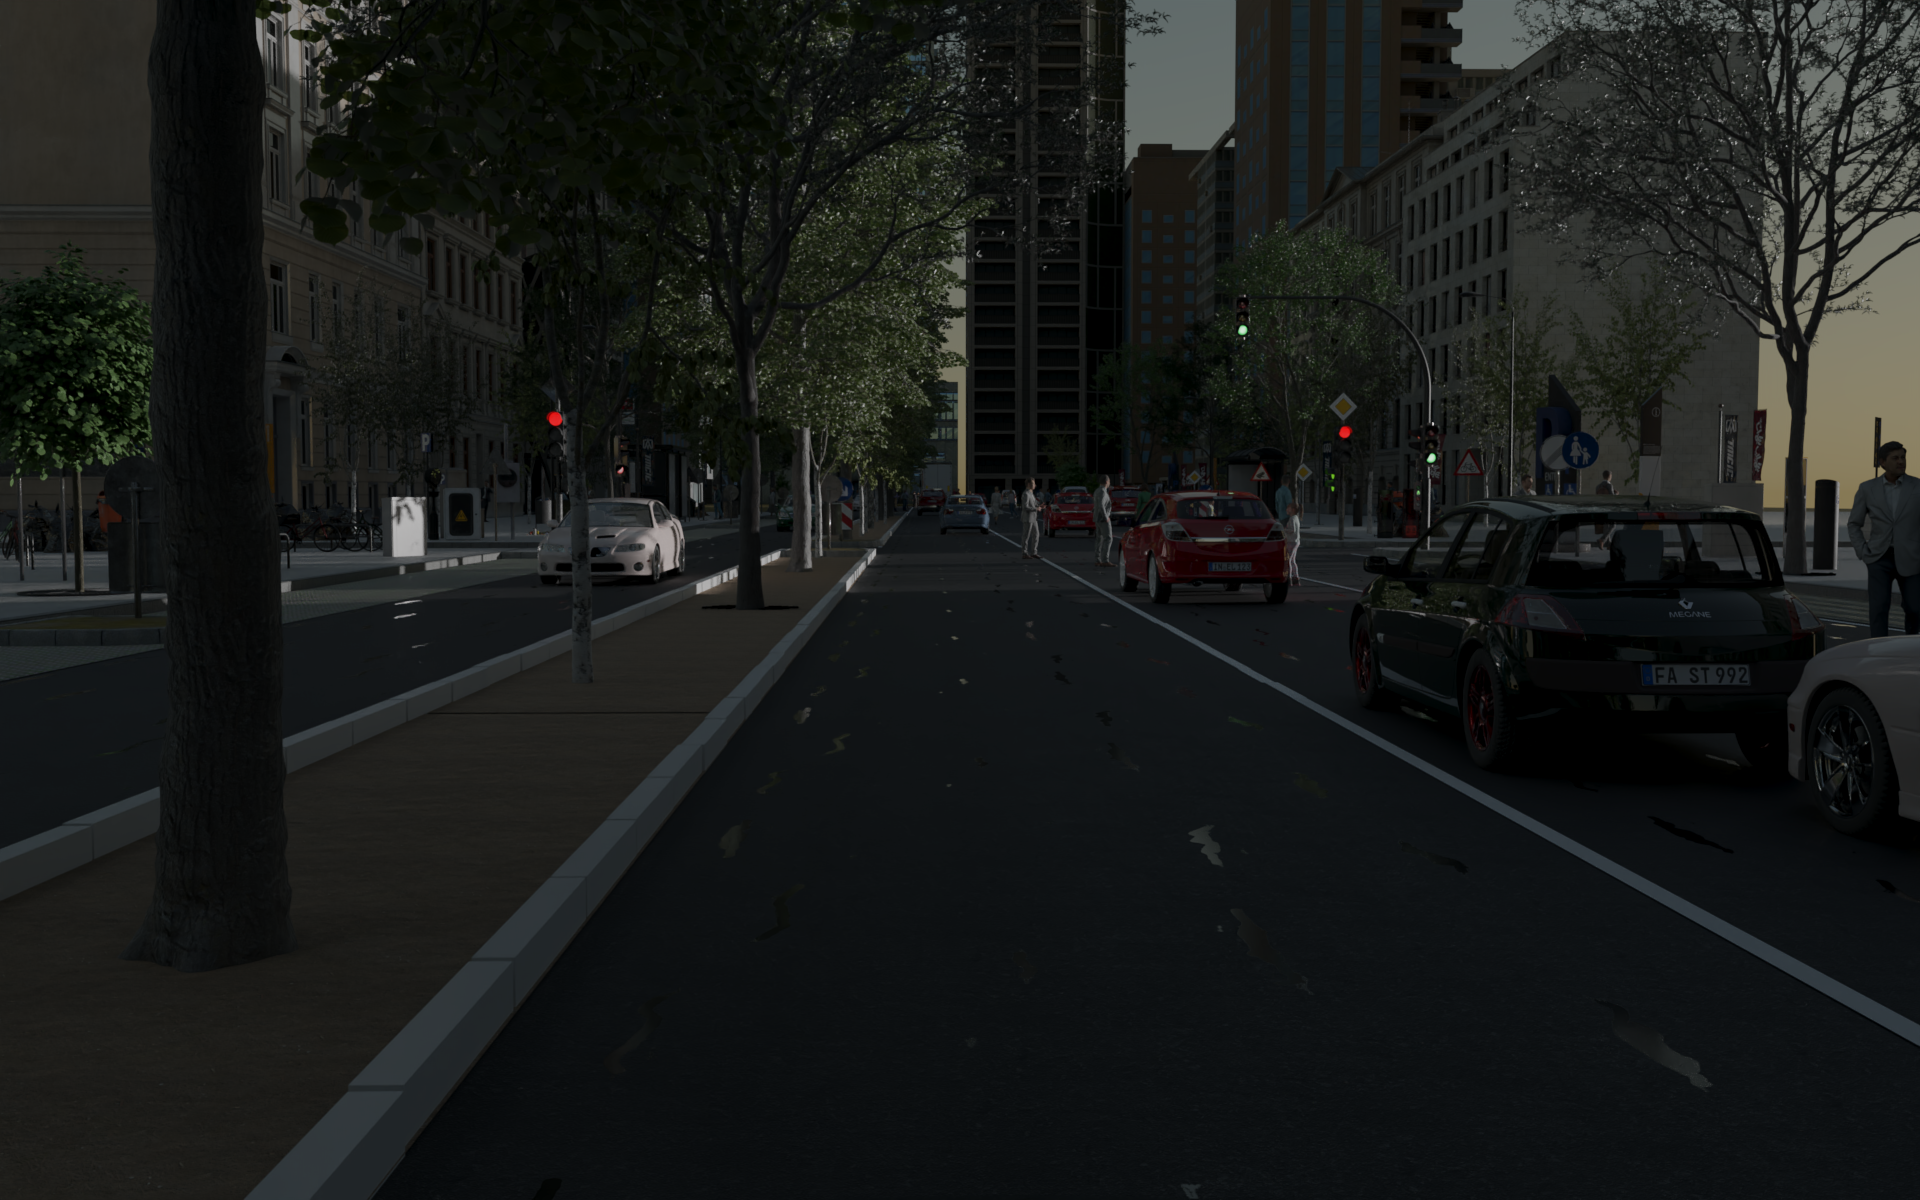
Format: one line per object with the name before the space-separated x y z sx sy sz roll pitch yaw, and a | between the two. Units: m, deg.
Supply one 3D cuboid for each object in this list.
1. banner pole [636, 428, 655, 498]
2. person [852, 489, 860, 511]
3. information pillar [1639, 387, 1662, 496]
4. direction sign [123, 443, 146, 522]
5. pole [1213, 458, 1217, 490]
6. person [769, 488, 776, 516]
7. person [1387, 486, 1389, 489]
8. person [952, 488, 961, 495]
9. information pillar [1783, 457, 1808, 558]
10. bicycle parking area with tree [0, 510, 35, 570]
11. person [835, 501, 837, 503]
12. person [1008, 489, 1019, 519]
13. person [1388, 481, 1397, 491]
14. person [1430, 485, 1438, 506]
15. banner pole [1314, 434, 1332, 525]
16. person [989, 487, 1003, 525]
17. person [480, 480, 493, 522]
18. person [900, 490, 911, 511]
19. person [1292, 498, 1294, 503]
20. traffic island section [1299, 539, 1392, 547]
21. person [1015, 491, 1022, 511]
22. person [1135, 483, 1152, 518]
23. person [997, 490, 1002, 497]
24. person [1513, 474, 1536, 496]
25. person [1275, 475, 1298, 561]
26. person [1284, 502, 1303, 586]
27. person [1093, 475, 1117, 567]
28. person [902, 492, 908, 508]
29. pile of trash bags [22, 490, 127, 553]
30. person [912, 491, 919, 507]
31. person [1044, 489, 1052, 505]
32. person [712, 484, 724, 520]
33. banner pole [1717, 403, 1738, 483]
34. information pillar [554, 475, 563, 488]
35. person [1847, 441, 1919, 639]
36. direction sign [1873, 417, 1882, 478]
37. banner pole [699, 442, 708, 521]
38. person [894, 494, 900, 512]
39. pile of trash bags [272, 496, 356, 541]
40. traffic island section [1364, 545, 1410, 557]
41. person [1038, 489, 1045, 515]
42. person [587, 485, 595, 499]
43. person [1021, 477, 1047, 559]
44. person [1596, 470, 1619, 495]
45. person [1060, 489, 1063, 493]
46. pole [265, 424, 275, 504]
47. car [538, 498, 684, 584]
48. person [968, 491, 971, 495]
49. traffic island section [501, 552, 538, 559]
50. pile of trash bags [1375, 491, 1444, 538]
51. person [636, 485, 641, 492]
banner pole | -11.944 -4.616 65.486 0.863 3.779 0.401 -1 4 -9
person | -8.801 -8.569 148.595 1.348 1.826 0.705 1 4 21
information pillar | 15.086 -2.843 37.837 0.504 3.616 0.183 -1 4 -14
direction sign | -23.081 -3.439 48.221 0.876 3.537 0.379 0 4 4
pole | 14.339 -6.336 97.439 0.158 3.312 0.155 0 3 0
person | -10.859 -5.637 100.892 0.641 1.798 0.478 2 4 24
person | 20.401 -4.610 82.161 0.760 1.731 0.466 -3 5 -40
person | -0.274 -6.720 118.339 0.580 1.828 0.573 -1 4 -20
information pillar | 16.656 -1.838 34.548 0.304 2.012 0.304 -3 4 -36
bicycle parking area with tree | -20.309 -2.643 30.214 8.231 4.147 9.016 -1 4 -17
person | -11.441 -9.199 158.912 1.348 1.823 0.705 2 4 31
person | 3.158 -5.634 101.284 0.598 1.740 0.731 1 4 19
person | 18.383 -4.158 74.012 0.794 1.824 0.713 -2 4 -32
person | 19.229 -3.952 70.847 0.721 1.800 0.419 -1 4 -19
banner pole | 15.039 -4.987 71.560 0.401 3.779 0.863 -3 5 -40
person | 1.663 -4.418 81.085 0.694 1.780 0.624 2 4 30
person | -21.663 -4.507 79.091 0.648 1.900 0.474 -3 5 -45
person | -4.665 -8.459 146.893 0.705 1.814 1.350 3 4 36
person | 10.800 -2.674 56.493 0.640 1.303 0.475 2 4 28
traffic island section | 10.591 -1.575 48.035 2.009 0.180 2.903 0 4 -1
person | 5.225 -8.535 148.872 1.217 1.723 0.721 1 4 16
person | 6.079 -2.957 57.102 0.600 1.795 0.529 -2 4 -29
person | 3.302 -8.204 143.160 0.750 1.759 0.617 1 4 22
person | 10.429 -1.407 31.709 0.606 1.804 0.583 -2 4 -28
person | 6.828 -1.738 36.775 0.748 1.841 0.638 0 4 -1
person | 5.168 -0.875 27.088 0.394 1.301 0.425 0 4 2
person | 2.821 -1.568 34.240 0.391 1.810 0.635 -1 4 -17
person | -5.433 -10.045 172.608 0.709 1.838 0.599 -1 4 -10
pile of trash bags | -19.441 -1.752 38.405 3.447 1.369 1.912 3 5 40
person | -4.808 -10.874 187.085 0.742 1.727 0.445 -2 4 -34
person | 6.439 -7.203 126.260 0.705 1.826 1.348 -3 4 -36
person | -12.082 -4.875 86.089 0.623 1.781 0.721 3 5 43
banner pole | 21.217 -3.546 48.001 0.863 3.779 0.401 -1 4 -19
information pillar | -15.112 -3.705 65.061 0.304 2.012 0.304 2 4 24
person | 7.304 -0.319 13.555 0.661 1.843 0.795 2 4 32
direction sign | 27.062 -3.618 51.145 0.379 3.537 0.876 3 4 37
banner pole | -12.316 -5.721 83.549 0.401 3.779 0.863 -2 4 -26
person | -4.976 -7.899 137.518 0.599 1.838 0.709 -2 4 -28
pile of trash bags | -18.735 -2.391 48.848 3.447 1.369 1.912 2 4 29
traffic island section | 10.757 -1.087 40.052 2.009 0.180 2.903 0 4 -1
person | 5.341 -6.478 114.637 0.641 1.798 0.478 2 4 24
person | -19.127 -5.072 89.516 0.519 1.759 0.362 1 4 16
person | 1.617 -1.803 38.186 0.583 1.804 0.606 1 4 12
person | 14.771 -2.057 39.636 0.822 1.834 0.622 -2 4 -29
person | 6.914 -6.732 118.907 0.599 1.781 0.374 2 4 25
pole | -20.035 -3.455 50.326 0.158 3.312 0.155 0 3 0
car | -5.788 -1.027 29.154 2.083 1.381 4.827 0 4 -1
person | 1.065 -10.850 186.621 1.217 1.743 0.721 1 4 16
traffic island section | -9.180 -1.062 39.642 2.009 0.180 2.903 0 4 -1
pile of trash bags | 13.560 -2.621 52.600 1.912 1.369 3.447 0 3 0
person | -17.056 -5.290 92.712 0.661 1.801 0.590 0 4 -3
